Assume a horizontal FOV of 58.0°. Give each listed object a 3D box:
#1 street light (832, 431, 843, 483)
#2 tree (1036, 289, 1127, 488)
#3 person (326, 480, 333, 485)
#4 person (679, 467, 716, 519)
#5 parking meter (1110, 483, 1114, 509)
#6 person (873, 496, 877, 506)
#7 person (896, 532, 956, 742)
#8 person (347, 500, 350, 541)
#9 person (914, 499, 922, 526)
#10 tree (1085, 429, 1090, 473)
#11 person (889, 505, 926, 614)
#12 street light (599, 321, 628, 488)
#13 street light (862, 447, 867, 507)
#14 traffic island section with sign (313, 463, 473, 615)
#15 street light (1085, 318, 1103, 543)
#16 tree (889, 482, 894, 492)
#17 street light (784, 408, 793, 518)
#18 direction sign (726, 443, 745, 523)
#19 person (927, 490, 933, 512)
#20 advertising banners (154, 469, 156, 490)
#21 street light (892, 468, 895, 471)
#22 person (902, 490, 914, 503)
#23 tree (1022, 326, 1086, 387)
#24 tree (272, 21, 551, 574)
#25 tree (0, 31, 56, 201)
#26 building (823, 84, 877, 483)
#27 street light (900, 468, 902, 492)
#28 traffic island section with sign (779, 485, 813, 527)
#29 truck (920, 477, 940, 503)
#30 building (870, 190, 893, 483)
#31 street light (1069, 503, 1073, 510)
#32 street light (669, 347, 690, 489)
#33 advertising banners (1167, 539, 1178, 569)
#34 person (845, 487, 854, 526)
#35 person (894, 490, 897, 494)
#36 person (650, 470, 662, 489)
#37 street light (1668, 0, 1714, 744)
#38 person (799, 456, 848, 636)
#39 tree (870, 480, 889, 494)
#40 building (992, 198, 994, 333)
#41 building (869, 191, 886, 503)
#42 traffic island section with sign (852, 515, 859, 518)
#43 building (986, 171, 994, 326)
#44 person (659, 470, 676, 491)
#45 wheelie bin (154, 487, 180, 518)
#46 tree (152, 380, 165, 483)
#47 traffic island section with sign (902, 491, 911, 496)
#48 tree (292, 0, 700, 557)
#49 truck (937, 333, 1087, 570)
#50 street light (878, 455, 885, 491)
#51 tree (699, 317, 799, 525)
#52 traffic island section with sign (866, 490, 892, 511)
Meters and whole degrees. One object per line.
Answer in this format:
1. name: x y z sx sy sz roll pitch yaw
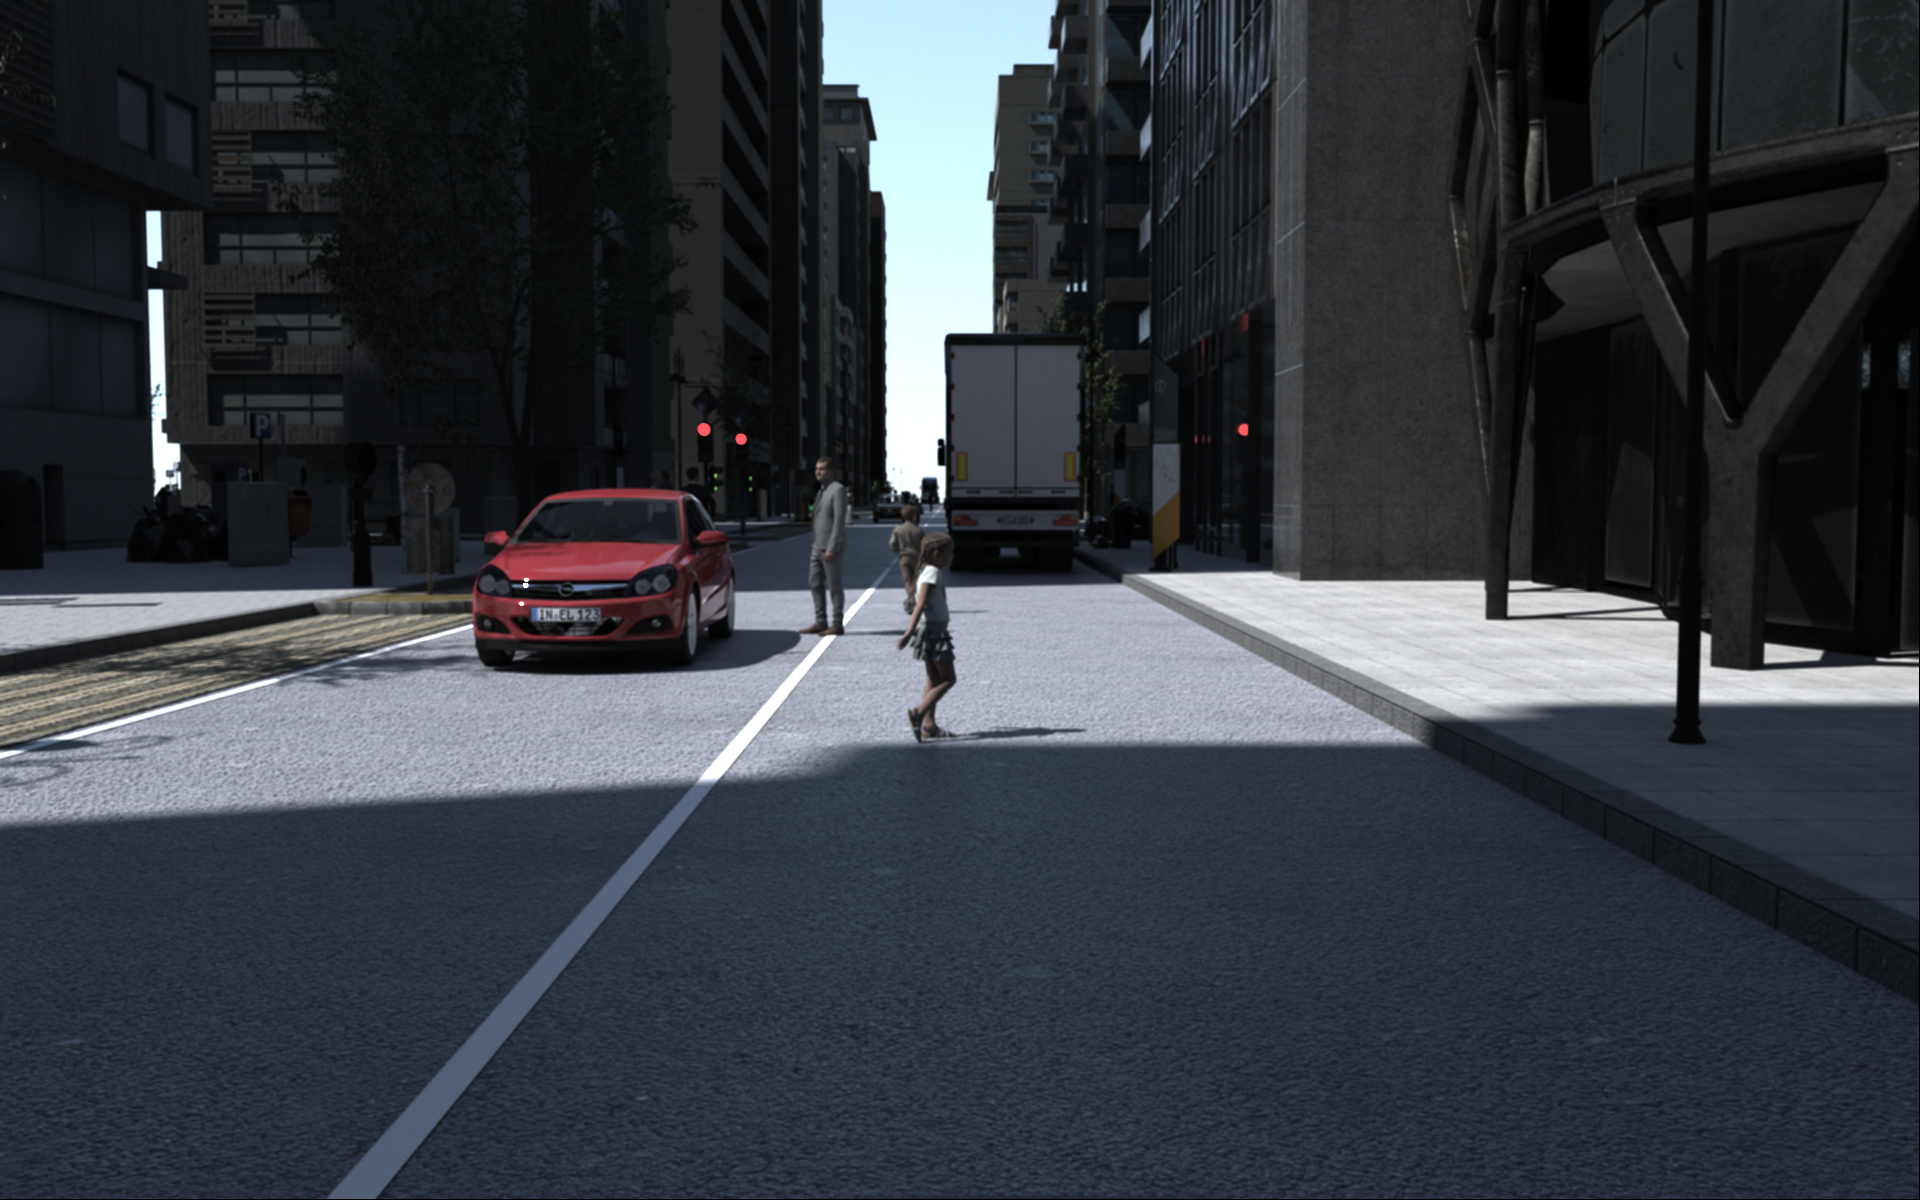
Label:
1. street light: -9.123 -9.659 130.705 0.468 5.910 1.993 0 4 0
2. tree: 4.138 -6.800 61.545 4.737 8.622 4.395 0 3 0
3. person: -18.723 -2.648 51.659 0.638 1.841 0.748 -3 4 -37
4. person: -4.601 -1.378 30.389 0.648 1.900 0.474 -1 4 -14
5. parking meter: 7.087 -4.504 79.357 0.399 1.863 0.255 -1 4 -18
6. person: -5.073 -5.610 104.504 0.425 1.301 0.394 -2 4 -33
7. person: -0.217 0.205 10.163 0.382 1.210 0.505 -1 4 -11
8. person: -17.476 -2.326 49.127 0.523 1.515 0.503 -2 4 -24
9. person: -1.719 -3.505 70.491 0.332 1.250 0.352 1 4 12
10. tree: 3.840 -5.296 70.298 4.285 4.588 4.351 0 3 0
11. person: -0.619 -0.488 20.747 0.475 1.303 0.640 -1 4 -21
12. street light: -8.814 -4.366 44.177 0.468 5.910 1.993 0 4 0
13. street light: -9.273 -11.879 167.017 0.468 5.910 1.993 0 4 0
14. traffic island section with sign: -6.658 -0.779 21.363 1.989 1.847 2.006 0 4 0
15. street light: 3.465 -4.455 45.624 0.468 5.910 1.993 0 4 0
16. tree: -9.987 -14.198 226.732 1.663 3.219 1.824 0 3 0
17. street light: -9.006 -7.223 90.881 0.468 5.910 1.993 0 4 0
18. direction sign: -9.877 -5.167 76.484 0.876 3.537 0.379 -1 4 -21
19. person: -2.463 -8.145 142.189 0.721 1.766 1.217 1 4 17
20. advertising banners: -55.132 -7.459 118.147 0.090 3.025 2.074 -3 4 -39
21. street light: -9.558 -17.013 250.949 0.468 5.910 1.993 0 4 0
22. person: -4.338 -8.009 140.271 1.217 1.723 0.721 0 4 -6
23. tree: 3.653 -7.633 75.155 4.360 8.622 3.978 0 3 0
24. tree: -8.803 -4.715 27.456 4.360 8.622 3.978 0 3 0
25. tree: -9.280 -3.833 13.027 4.360 8.622 3.978 0 3 0
26. building: -25.666 -39.037 227.492 28.713 52.752 27.495 0 4 0
27. street light: -9.745 -19.251 287.538 0.468 5.910 1.993 0 4 0
28. traffic island section with sign: -6.894 -4.131 76.170 1.989 1.847 2.006 0 4 0
29. truck: -4.617 -17.402 274.287 2.967 4.110 18.799 0 4 0
30. building: -22.794 -39.858 271.281 23.786 49.044 30.456 0 4 0
31. street light: 3.566 -5.063 55.569 0.468 5.910 1.993 0 4 0
32. street light: -8.829 -5.002 54.570 0.468 5.910 1.993 0 4 0
33. advertising banners: 3.680 -2.089 30.346 0.090 3.025 2.074 0 4 1
34. person: -5.031 -4.214 77.952 0.362 1.759 0.519 -3 5 -44
35. person: -3.966 -5.933 106.506 0.522 1.701 0.512 -1 4 -19
36. person: -5.180 -1.281 29.320 0.818 1.842 0.514 -1 4 -20
37. street light: 3.761 -2.201 8.781 0.468 5.910 1.993 0 4 0
38. person: -1.334 -0.548 17.565 0.391 1.810 0.635 -2 4 -32
39. tree: -10.100 -13.326 212.476 1.663 3.219 1.824 0 3 0
40. building: 15.822 -38.211 244.352 23.786 49.044 30.456 0 4 0
41. building: -17.847 -36.637 249.129 14.600 45.320 14.200 0 4 0
42. traffic island section with sign: -7.008 -5.780 103.125 1.989 1.847 2.006 0 4 0
43. building: 18.781 -41.879 273.961 28.713 52.752 27.495 0 4 0
44. person: -5.299 -1.359 30.518 0.447 1.846 0.655 1 4 20
45. wheelie bin: -34.902 -4.166 76.030 0.693 1.594 0.980 0 4 -7
46. tree: -33.230 -7.167 67.542 4.737 8.622 4.395 0 3 0
47. traffic island section with sign: -7.691 -15.573 263.250 1.989 1.847 2.006 0 4 0
48. tree: -9.000 -6.680 34.977 9.928 11.665 9.643 0 3 0
49. truck: 0.928 -2.867 35.783 2.839 4.237 11.283 0 4 0
50. street light: -9.530 -14.792 214.637 0.468 5.910 1.993 0 4 0
51. tree: -8.940 -7.433 71.899 4.360 8.622 3.978 0 3 0
52. traffic island section with sign: -7.213 -8.749 151.673 1.989 1.847 2.006 0 4 0
